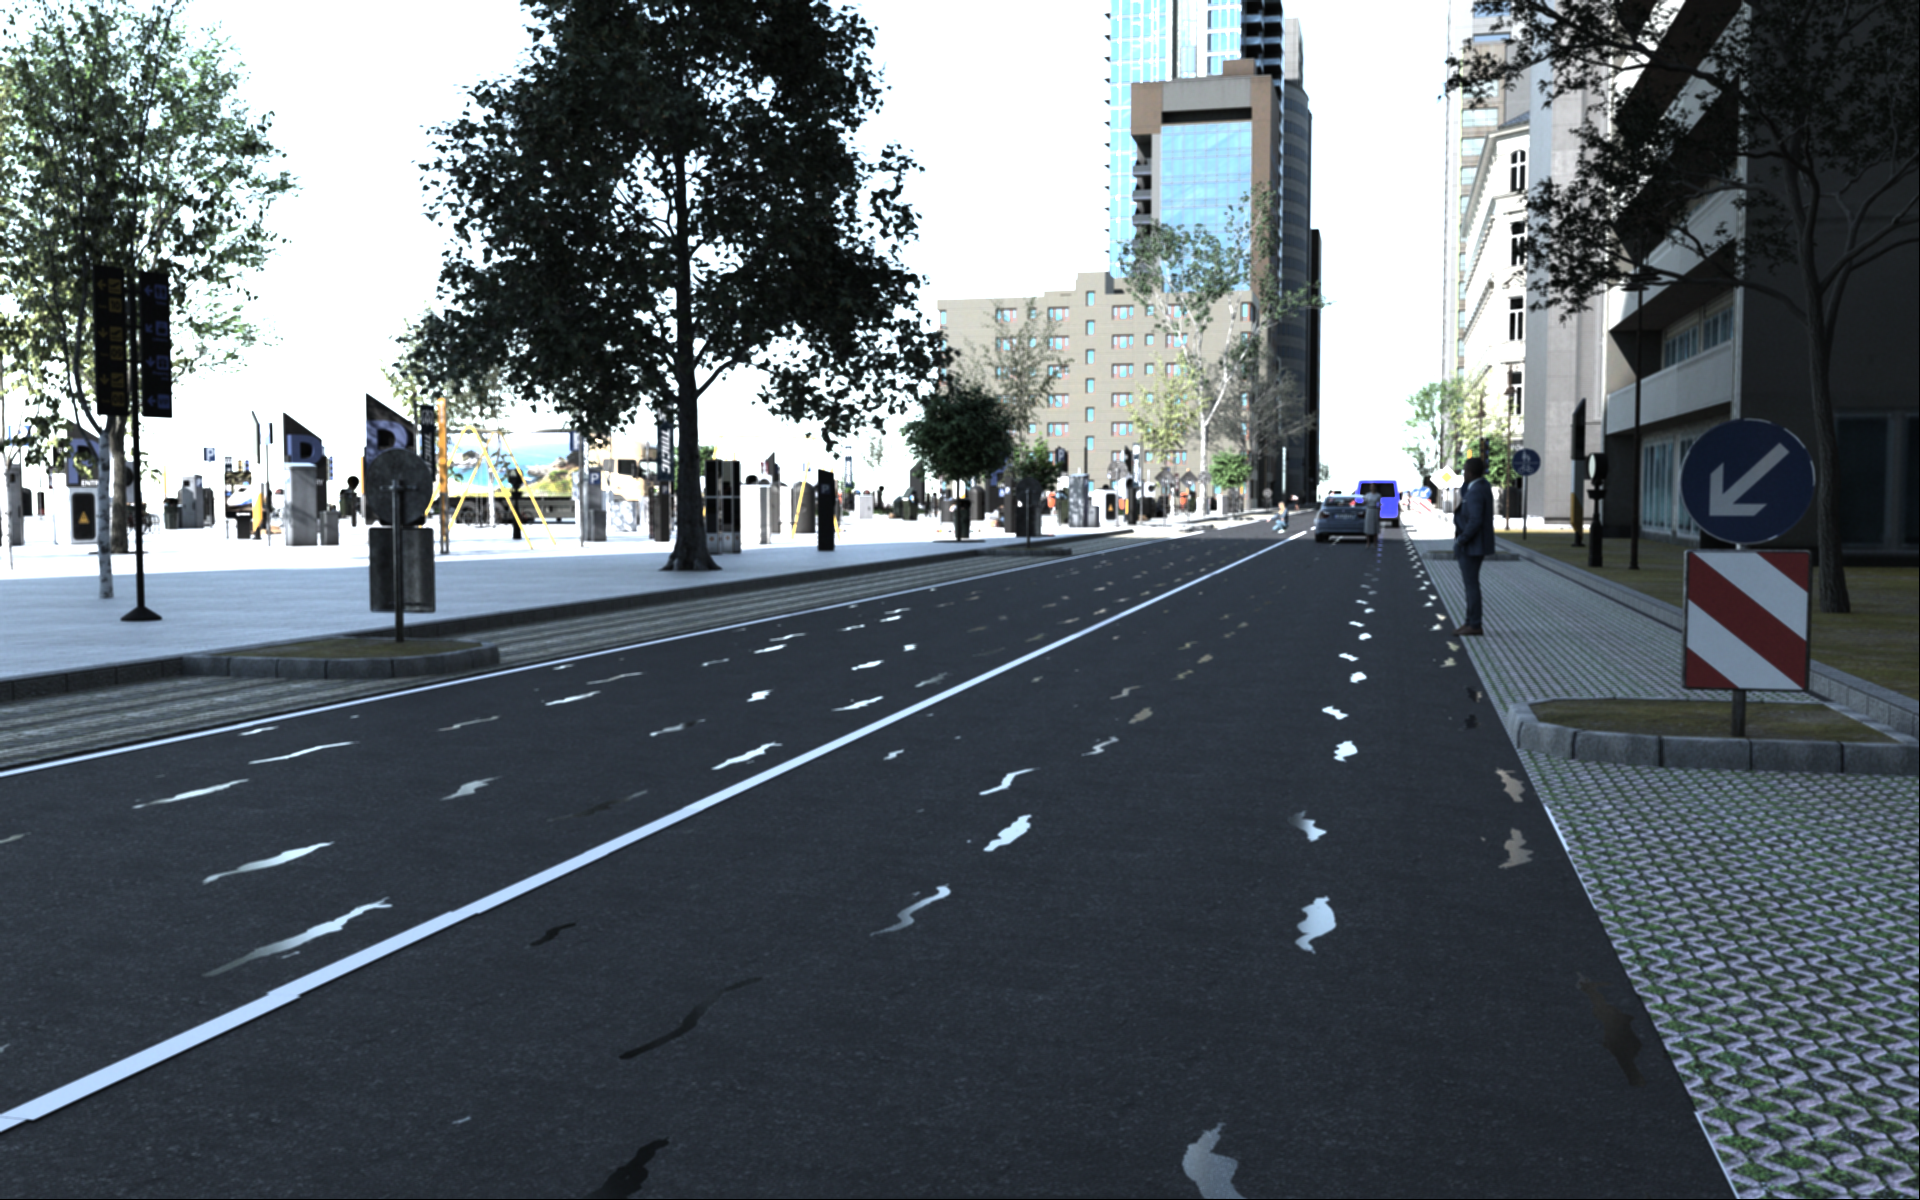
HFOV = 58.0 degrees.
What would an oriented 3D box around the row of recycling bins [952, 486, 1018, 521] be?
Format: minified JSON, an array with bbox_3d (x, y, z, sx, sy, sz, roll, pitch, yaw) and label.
[{"bbox_3d":[1.255,-4.702,83.989,3.534,1.692,1.069,2,4,23],"label":"row of recycling bins"}]

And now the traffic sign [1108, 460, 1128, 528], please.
[{"bbox_3d":[5.908,-3.963,64.896,0.768,2.556,0.104,1,4,17],"label":"traffic sign"}]

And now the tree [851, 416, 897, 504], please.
[{"bbox_3d":[-7.183,-12.063,147.594,4.360,8.622,3.978,0,3,0],"label":"tree"}]

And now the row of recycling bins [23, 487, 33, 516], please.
[{"bbox_3d":[-55.110,-5.695,100.225,1.069,1.692,3.534,1,4,8],"label":"row of recycling bins"}]

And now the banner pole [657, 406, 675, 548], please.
[{"bbox_3d":[-6.763,-3.099,40.682,0.863,3.779,0.401,-3,4,-36],"label":"banner pole"}]

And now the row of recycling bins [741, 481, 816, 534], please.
[{"bbox_3d":[-6.250,-3.056,57.080,3.534,1.692,1.069,2,4,32],"label":"row of recycling bins"}]

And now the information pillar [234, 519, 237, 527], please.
[{"bbox_3d":[-27.787,-3.806,66.725,0.304,2.012,0.304,-1,4,-9],"label":"information pillar"}]

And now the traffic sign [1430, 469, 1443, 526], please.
[{"bbox_3d":[19.511,-4.083,70.404,0.795,2.450,0.064,1,4,14],"label":"traffic sign"}]

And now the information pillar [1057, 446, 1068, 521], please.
[{"bbox_3d":[4.962,-5.644,83.628,0.504,3.616,0.183,0,4,7],"label":"information pillar"}]

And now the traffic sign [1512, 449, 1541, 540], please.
[{"bbox_3d":[15.855,-2.964,48.560,0.768,2.556,0.104,1,4,18],"label":"traffic sign"}]

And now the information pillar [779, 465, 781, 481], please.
[{"bbox_3d":[-14.668,-9.085,139.894,0.504,3.616,0.183,1,4,20],"label":"information pillar"}]

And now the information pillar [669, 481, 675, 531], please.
[{"bbox_3d":[-10.247,-3.453,60.944,0.304,2.012,0.304,1,4,19],"label":"information pillar"}]

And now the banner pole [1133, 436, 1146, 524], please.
[{"bbox_3d":[7.668,-5.166,74.476,0.401,3.779,0.863,-2,4,-31],"label":"banner pole"}]

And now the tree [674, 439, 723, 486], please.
[{"bbox_3d":[-14.457,-6.754,94.149,4.285,4.588,4.351,0,3,0],"label":"tree"}]

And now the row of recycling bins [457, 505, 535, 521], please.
[{"bbox_3d":[-21.746,-4.529,81.155,3.534,1.692,1.069,-1,4,-11],"label":"row of recycling bins"}]

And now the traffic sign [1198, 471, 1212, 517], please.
[{"bbox_3d":[13.466,-5.829,95.404,0.768,2.556,0.104,1,4,20],"label":"traffic sign"}]

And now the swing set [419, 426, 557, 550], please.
[{"bbox_3d":[-11.352,-2.681,41.457,2.862,2.851,3.119,0,4,-2],"label":"swing set"}]

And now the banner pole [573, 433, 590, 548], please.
[{"bbox_3d":[-8.960,-3.135,41.274,0.401,3.779,0.863,-2,4,-31],"label":"banner pole"}]

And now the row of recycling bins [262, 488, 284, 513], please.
[{"bbox_3d":[-47.770,-6.931,120.438,3.534,1.692,1.069,-1,4,-9],"label":"row of recycling bins"}]

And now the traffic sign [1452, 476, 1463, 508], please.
[{"bbox_3d":[28.311,-5.903,98.641,0.606,2.300,0.079,1,4,19],"label":"traffic sign"}]

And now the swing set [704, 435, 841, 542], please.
[{"bbox_3d":[-5.240,-2.986,46.434,3.119,2.851,2.862,-2,4,-32],"label":"swing set"}]

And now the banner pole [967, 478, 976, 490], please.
[{"bbox_3d":[0.787,-8.356,126.640,0.863,3.779,0.401,0,4,7],"label":"banner pole"}]

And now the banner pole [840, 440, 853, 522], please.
[{"bbox_3d":[-5.196,-5.427,78.752,0.863,3.779,0.401,3,4,36],"label":"banner pole"}]

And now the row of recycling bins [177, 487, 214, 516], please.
[{"bbox_3d":[-46.251,-5.971,104.736,3.534,1.692,1.069,3,5,39],"label":"row of recycling bins"}]

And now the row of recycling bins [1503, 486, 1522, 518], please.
[{"bbox_3d":[30.399,-5.186,91.902,3.534,1.692,1.069,-1,4,-22],"label":"row of recycling bins"}]

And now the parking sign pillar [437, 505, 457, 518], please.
[{"bbox_3d":[-27.505,-6.418,93.402,1.447,3.967,1.447,1,4,13],"label":"parking sign pillar"}]

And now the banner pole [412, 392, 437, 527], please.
[{"bbox_3d":[-13.200,-3.217,42.616,0.401,3.779,0.863,2,4,31],"label":"banner pole"}]

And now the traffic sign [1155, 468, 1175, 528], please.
[{"bbox_3d":[7.699,-3.760,65.115,0.795,2.450,0.064,1,4,14],"label":"traffic sign"}]

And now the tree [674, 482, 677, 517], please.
[{"bbox_3d":[-16.131,-6.376,98.846,1.663,3.219,1.824,0,3,0],"label":"tree"}]

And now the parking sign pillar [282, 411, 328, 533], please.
[{"bbox_3d":[-21.511,-4.186,56.909,1.447,3.967,1.447,3,5,44],"label":"parking sign pillar"}]

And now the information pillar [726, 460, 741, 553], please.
[{"bbox_3d":[-4.954,-2.020,37.521,0.304,2.012,0.304,2,4,28],"label":"information pillar"}]

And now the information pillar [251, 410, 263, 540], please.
[{"bbox_3d":[-19.534,-3.470,48.090,0.183,3.616,0.504,-3,5,-41],"label":"information pillar"}]

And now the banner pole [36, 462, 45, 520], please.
[{"bbox_3d":[-45.837,-5.892,86.346,0.401,3.779,0.863,-1,4,-18],"label":"banner pole"}]

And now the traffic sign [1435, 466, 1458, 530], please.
[{"bbox_3d":[17.591,-3.609,62.652,0.795,2.450,0.064,1,4,14],"label":"traffic sign"}]

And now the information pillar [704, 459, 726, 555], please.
[{"bbox_3d":[-5.207,-1.964,36.606,0.304,2.012,0.304,1,4,10],"label":"information pillar"}]

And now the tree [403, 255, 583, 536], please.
[{"bbox_3d":[-14.420,-6.250,52.542,4.360,8.622,3.978,0,3,0],"label":"tree"}]

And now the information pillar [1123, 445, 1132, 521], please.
[{"bbox_3d":[8.084,-5.626,83.332,0.183,3.616,0.504,-2,4,-32],"label":"information pillar"}]

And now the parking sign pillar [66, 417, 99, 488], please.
[{"bbox_3d":[-30.679,-4.430,60.907,1.447,3.967,1.447,-1,4,-20],"label":"parking sign pillar"}]

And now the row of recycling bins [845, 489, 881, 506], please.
[{"bbox_3d":[-8.726,-8.963,153.661,3.534,1.692,1.069,-1,4,-22],"label":"row of recycling bins"}]

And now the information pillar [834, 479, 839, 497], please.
[{"bbox_3d":[-6.093,-4.879,84.267,0.304,2.012,0.304,1,4,19],"label":"information pillar"}]

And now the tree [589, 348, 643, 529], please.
[{"bbox_3d":[-13.249,-6.951,64.006,4.360,8.622,3.978,0,3,0],"label":"tree"}]

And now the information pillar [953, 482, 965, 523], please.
[{"bbox_3d":[-0.053,-5.155,75.631,0.504,3.616,0.183,0,4,-7],"label":"information pillar"}]

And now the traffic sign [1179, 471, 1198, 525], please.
[{"bbox_3d":[9.620,-4.234,72.867,0.795,2.450,0.064,1,4,14],"label":"traffic sign"}]

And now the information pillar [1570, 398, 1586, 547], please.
[{"bbox_3d":[15.055,-3.109,42.181,0.504,3.616,0.183,-3,5,-42],"label":"information pillar"}]

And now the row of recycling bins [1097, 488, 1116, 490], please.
[{"bbox_3d":[10.673,-7.209,124.987,1.069,1.692,3.534,2,4,24],"label":"row of recycling bins"}]

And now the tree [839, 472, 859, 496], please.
[{"bbox_3d":[-8.490,-8.234,129.227,1.663,3.219,1.824,0,3,0],"label":"tree"}]

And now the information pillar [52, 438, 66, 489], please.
[{"bbox_3d":[-36.906,-4.872,71.006,0.504,3.616,0.183,0,4,-5],"label":"information pillar"}]

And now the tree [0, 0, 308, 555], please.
[{"bbox_3d":[-17.969,-6.794,36.830,9.928,11.665,9.643,0,3,0],"label":"tree"}]

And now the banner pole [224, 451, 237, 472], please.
[{"bbox_3d":[-42.015,-6.724,99.953,0.863,3.779,0.401,-2,4,-35],"label":"banner pole"}]

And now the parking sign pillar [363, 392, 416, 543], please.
[{"bbox_3d":[-15.029,-3.502,45.734,1.447,3.967,1.447,0,4,-4],"label":"parking sign pillar"}]
